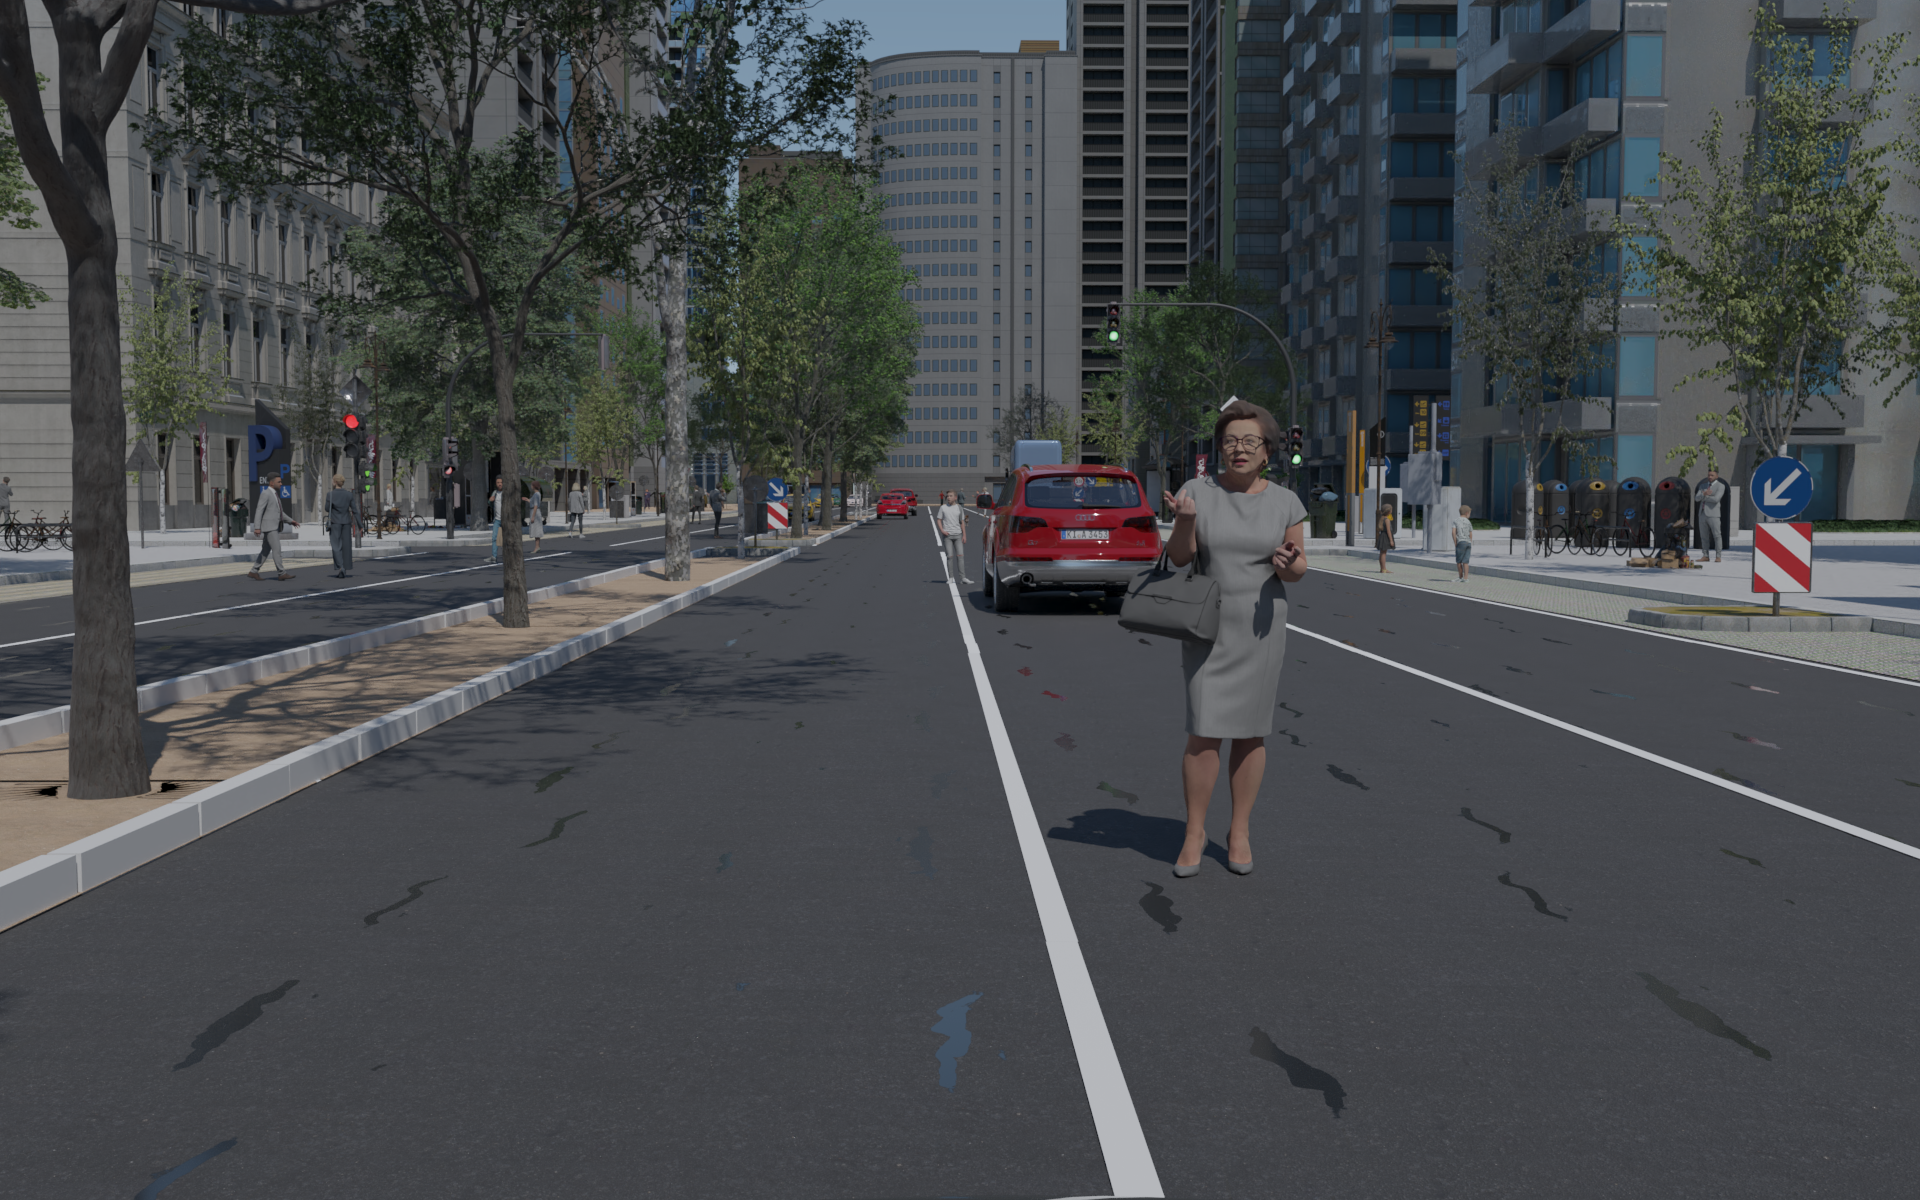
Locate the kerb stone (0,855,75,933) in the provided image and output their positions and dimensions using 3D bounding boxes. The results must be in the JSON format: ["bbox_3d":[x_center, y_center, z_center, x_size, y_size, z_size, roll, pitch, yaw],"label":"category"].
[{"bbox_3d":[-3.193,1.012,5.663,0.120,0.150,1.000,0,4,-1],"label":"kerb stone"}]

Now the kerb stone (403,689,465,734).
[{"bbox_3d":[-3.293,0.698,10.781,0.120,0.150,1.000,0,4,-1],"label":"kerb stone"}]

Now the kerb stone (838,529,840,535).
[{"bbox_3d":[-4.296,-2.278,59.500,0.120,0.150,1.000,0,4,-1],"label":"kerb stone"}]

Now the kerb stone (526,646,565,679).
[{"bbox_3d":[-3.347,0.510,13.850,0.120,0.150,1.000,0,4,-1],"label":"kerb stone"}]

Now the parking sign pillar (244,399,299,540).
[{"bbox_3d":[-19.433,-3.687,48.760,1.447,3.967,1.447,2,4,31],"label":"parking sign pillar"}]

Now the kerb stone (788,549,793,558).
[{"bbox_3d":[-3.857,-0.993,38.430,0.120,0.150,1.000,0,4,-1],"label":"kerb stone"}]

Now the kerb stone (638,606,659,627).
[{"bbox_3d":[-3.458,0.197,18.976,0.120,0.150,1.000,0,4,-1],"label":"kerb stone"}]

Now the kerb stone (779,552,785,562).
[{"bbox_3d":[-3.821,-0.867,36.377,0.120,0.150,1.000,0,4,-1],"label":"kerb stone"}]

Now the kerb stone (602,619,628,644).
[{"bbox_3d":[-3.417,0.324,16.925,0.120,0.150,1.000,0,4,-1],"label":"kerb stone"}]

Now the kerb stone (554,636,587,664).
[{"bbox_3d":[-3.383,0.448,14.872,0.120,0.150,1.000,0,4,-1],"label":"kerb stone"}]

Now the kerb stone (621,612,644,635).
[{"bbox_3d":[-3.441,0.260,17.947,0.120,0.150,1.000,0,4,-1],"label":"kerb stone"}]

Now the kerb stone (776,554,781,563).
[{"bbox_3d":[-3.801,-0.805,35.355,0.120,0.150,1.000,0,4,-1],"label":"kerb stone"}]

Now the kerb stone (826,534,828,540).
[{"bbox_3d":[-4.140,-1.839,52.322,0.120,0.150,1.000,0,4,-1],"label":"kerb stone"}]

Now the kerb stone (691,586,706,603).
[{"bbox_3d":[-3.545,-0.054,23.076,0.120,0.150,1.000,0,4,-1],"label":"kerb stone"}]

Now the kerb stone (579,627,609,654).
[{"bbox_3d":[-3.401,0.385,15.903,0.120,0.150,1.000,0,4,-1],"label":"kerb stone"}]

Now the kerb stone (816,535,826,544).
[{"bbox_3d":[-4.124,-1.780,51.300,0.120,0.150,1.000,0,4,-1],"label":"kerb stone"}]

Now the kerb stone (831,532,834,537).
[{"bbox_3d":[-4.212,-2.028,55.393,0.120,0.150,1.000,0,4,-1],"label":"kerb stone"}]

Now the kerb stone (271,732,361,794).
[{"bbox_3d":[-3.257,0.825,8.734,0.120,0.150,1.000,0,4,-1],"label":"kerb stone"}]

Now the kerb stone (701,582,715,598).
[{"bbox_3d":[-3.567,-0.117,24.105,0.120,0.150,1.000,0,4,-1],"label":"kerb stone"}]

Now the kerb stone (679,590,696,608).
[{"bbox_3d":[-3.525,0.009,22.054,0.120,0.150,1.000,0,4,-1],"label":"kerb stone"}]

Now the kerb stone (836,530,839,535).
[{"bbox_3d":[-4.269,-2.218,58.463,0.120,0.150,1.000,0,4,-1],"label":"kerb stone"}]

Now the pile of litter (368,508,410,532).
[{"bbox_3d":[-19.576,-2.769,59.232,1.176,0.858,1.719,-3,5,-43],"label":"pile of litter"}]

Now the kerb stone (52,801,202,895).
[{"bbox_3d":[-3.208,0.949,6.685,0.120,0.150,1.000,0,4,-1],"label":"kerb stone"}]

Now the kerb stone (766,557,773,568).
[{"bbox_3d":[-3.756,-0.680,33.312,0.120,0.150,1.000,0,4,-1],"label":"kerb stone"}]

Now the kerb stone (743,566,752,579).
[{"bbox_3d":[-3.668,-0.429,29.217,0.120,0.150,1.000,0,4,-1],"label":"kerb stone"}]

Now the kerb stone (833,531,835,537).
[{"bbox_3d":[-4.232,-2.093,56.415,0.120,0.150,1.000,0,4,-1],"label":"kerb stone"}]

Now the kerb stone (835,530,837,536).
[{"bbox_3d":[-4.245,-2.150,57.441,0.120,0.150,1.000,0,4,-1],"label":"kerb stone"}]

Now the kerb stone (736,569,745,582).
[{"bbox_3d":[-3.648,-0.367,28.195,0.120,0.150,1.000,0,4,-1],"label":"kerb stone"}]

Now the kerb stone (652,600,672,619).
[{"bbox_3d":[-3.486,0.134,20.006,0.120,0.150,1.000,0,4,-1],"label":"kerb stone"}]

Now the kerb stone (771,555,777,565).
[{"bbox_3d":[-3.775,-0.742,34.333,0.120,0.150,1.000,0,4,-1],"label":"kerb stone"}]

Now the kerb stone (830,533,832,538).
[{"bbox_3d":[-4.187,-1.968,54.371,0.120,0.150,1.000,0,4,-1],"label":"kerb stone"}]

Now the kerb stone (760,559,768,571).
[{"bbox_3d":[-3.736,-0.617,32.290,0.120,0.150,1.000,0,4,-1],"label":"kerb stone"}]

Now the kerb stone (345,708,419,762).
[{"bbox_3d":[-3.272,0.761,9.759,0.120,0.150,1.000,0,4,-1],"label":"kerb stone"}]

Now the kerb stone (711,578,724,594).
[{"bbox_3d":[-3.582,-0.179,25.127,0.120,0.150,1.000,0,4,-1],"label":"kerb stone"}]

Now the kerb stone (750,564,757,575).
[{"bbox_3d":[-3.690,-0.492,30.239,0.120,0.150,1.000,0,4,-1],"label":"kerb stone"}]

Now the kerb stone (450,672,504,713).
[{"bbox_3d":[-3.312,0.637,11.807,0.120,0.150,1.000,0,4,-1],"label":"kerb stone"}]

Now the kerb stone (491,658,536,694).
[{"bbox_3d":[-3.334,0.573,12.828,0.120,0.150,1.000,0,4,-1],"label":"kerb stone"}]

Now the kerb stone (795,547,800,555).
[{"bbox_3d":[-3.898,-1.117,40.480,0.120,0.150,1.000,0,4,-1],"label":"kerb stone"}]

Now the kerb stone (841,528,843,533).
[{"bbox_3d":[-4.329,-2.407,61.551,0.120,0.150,1.000,0,4,-1],"label":"kerb stone"}]

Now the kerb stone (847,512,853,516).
[{"bbox_3d":[-7.646,-6.042,120.984,0.120,0.150,1.000,0,4,-1],"label":"kerb stone"}]

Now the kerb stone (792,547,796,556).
[{"bbox_3d":[-3.884,-1.056,39.457,0.120,0.150,1.000,0,4,-1],"label":"kerb stone"}]

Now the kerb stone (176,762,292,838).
[{"bbox_3d":[-3.230,0.886,7.713,0.120,0.150,1.000,0,4,-1],"label":"kerb stone"}]

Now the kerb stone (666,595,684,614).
[{"bbox_3d":[-3.511,0.071,21.032,0.120,0.150,1.000,0,4,-1],"label":"kerb stone"}]

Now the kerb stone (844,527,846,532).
[{"bbox_3d":[-4.365,-2.533,63.610,0.120,0.150,1.000,0,4,-1],"label":"kerb stone"}]

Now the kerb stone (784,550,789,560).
[{"bbox_3d":[-3.837,-0.930,37.408,0.120,0.150,1.000,0,4,-1],"label":"kerb stone"}]

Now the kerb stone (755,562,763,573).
[{"bbox_3d":[-3.718,-0.554,31.265,0.120,0.150,1.000,0,4,-1],"label":"kerb stone"}]

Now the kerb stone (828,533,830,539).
[{"bbox_3d":[-4.165,-1.905,53.349,0.120,0.150,1.000,0,4,-1],"label":"kerb stone"}]

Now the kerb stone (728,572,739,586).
[{"bbox_3d":[-3.628,-0.304,27.174,0.120,0.150,1.000,0,4,-1],"label":"kerb stone"}]

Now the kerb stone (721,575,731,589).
[{"bbox_3d":[-3.610,-0.242,26.149,0.120,0.150,1.000,0,4,-1],"label":"kerb stone"}]
